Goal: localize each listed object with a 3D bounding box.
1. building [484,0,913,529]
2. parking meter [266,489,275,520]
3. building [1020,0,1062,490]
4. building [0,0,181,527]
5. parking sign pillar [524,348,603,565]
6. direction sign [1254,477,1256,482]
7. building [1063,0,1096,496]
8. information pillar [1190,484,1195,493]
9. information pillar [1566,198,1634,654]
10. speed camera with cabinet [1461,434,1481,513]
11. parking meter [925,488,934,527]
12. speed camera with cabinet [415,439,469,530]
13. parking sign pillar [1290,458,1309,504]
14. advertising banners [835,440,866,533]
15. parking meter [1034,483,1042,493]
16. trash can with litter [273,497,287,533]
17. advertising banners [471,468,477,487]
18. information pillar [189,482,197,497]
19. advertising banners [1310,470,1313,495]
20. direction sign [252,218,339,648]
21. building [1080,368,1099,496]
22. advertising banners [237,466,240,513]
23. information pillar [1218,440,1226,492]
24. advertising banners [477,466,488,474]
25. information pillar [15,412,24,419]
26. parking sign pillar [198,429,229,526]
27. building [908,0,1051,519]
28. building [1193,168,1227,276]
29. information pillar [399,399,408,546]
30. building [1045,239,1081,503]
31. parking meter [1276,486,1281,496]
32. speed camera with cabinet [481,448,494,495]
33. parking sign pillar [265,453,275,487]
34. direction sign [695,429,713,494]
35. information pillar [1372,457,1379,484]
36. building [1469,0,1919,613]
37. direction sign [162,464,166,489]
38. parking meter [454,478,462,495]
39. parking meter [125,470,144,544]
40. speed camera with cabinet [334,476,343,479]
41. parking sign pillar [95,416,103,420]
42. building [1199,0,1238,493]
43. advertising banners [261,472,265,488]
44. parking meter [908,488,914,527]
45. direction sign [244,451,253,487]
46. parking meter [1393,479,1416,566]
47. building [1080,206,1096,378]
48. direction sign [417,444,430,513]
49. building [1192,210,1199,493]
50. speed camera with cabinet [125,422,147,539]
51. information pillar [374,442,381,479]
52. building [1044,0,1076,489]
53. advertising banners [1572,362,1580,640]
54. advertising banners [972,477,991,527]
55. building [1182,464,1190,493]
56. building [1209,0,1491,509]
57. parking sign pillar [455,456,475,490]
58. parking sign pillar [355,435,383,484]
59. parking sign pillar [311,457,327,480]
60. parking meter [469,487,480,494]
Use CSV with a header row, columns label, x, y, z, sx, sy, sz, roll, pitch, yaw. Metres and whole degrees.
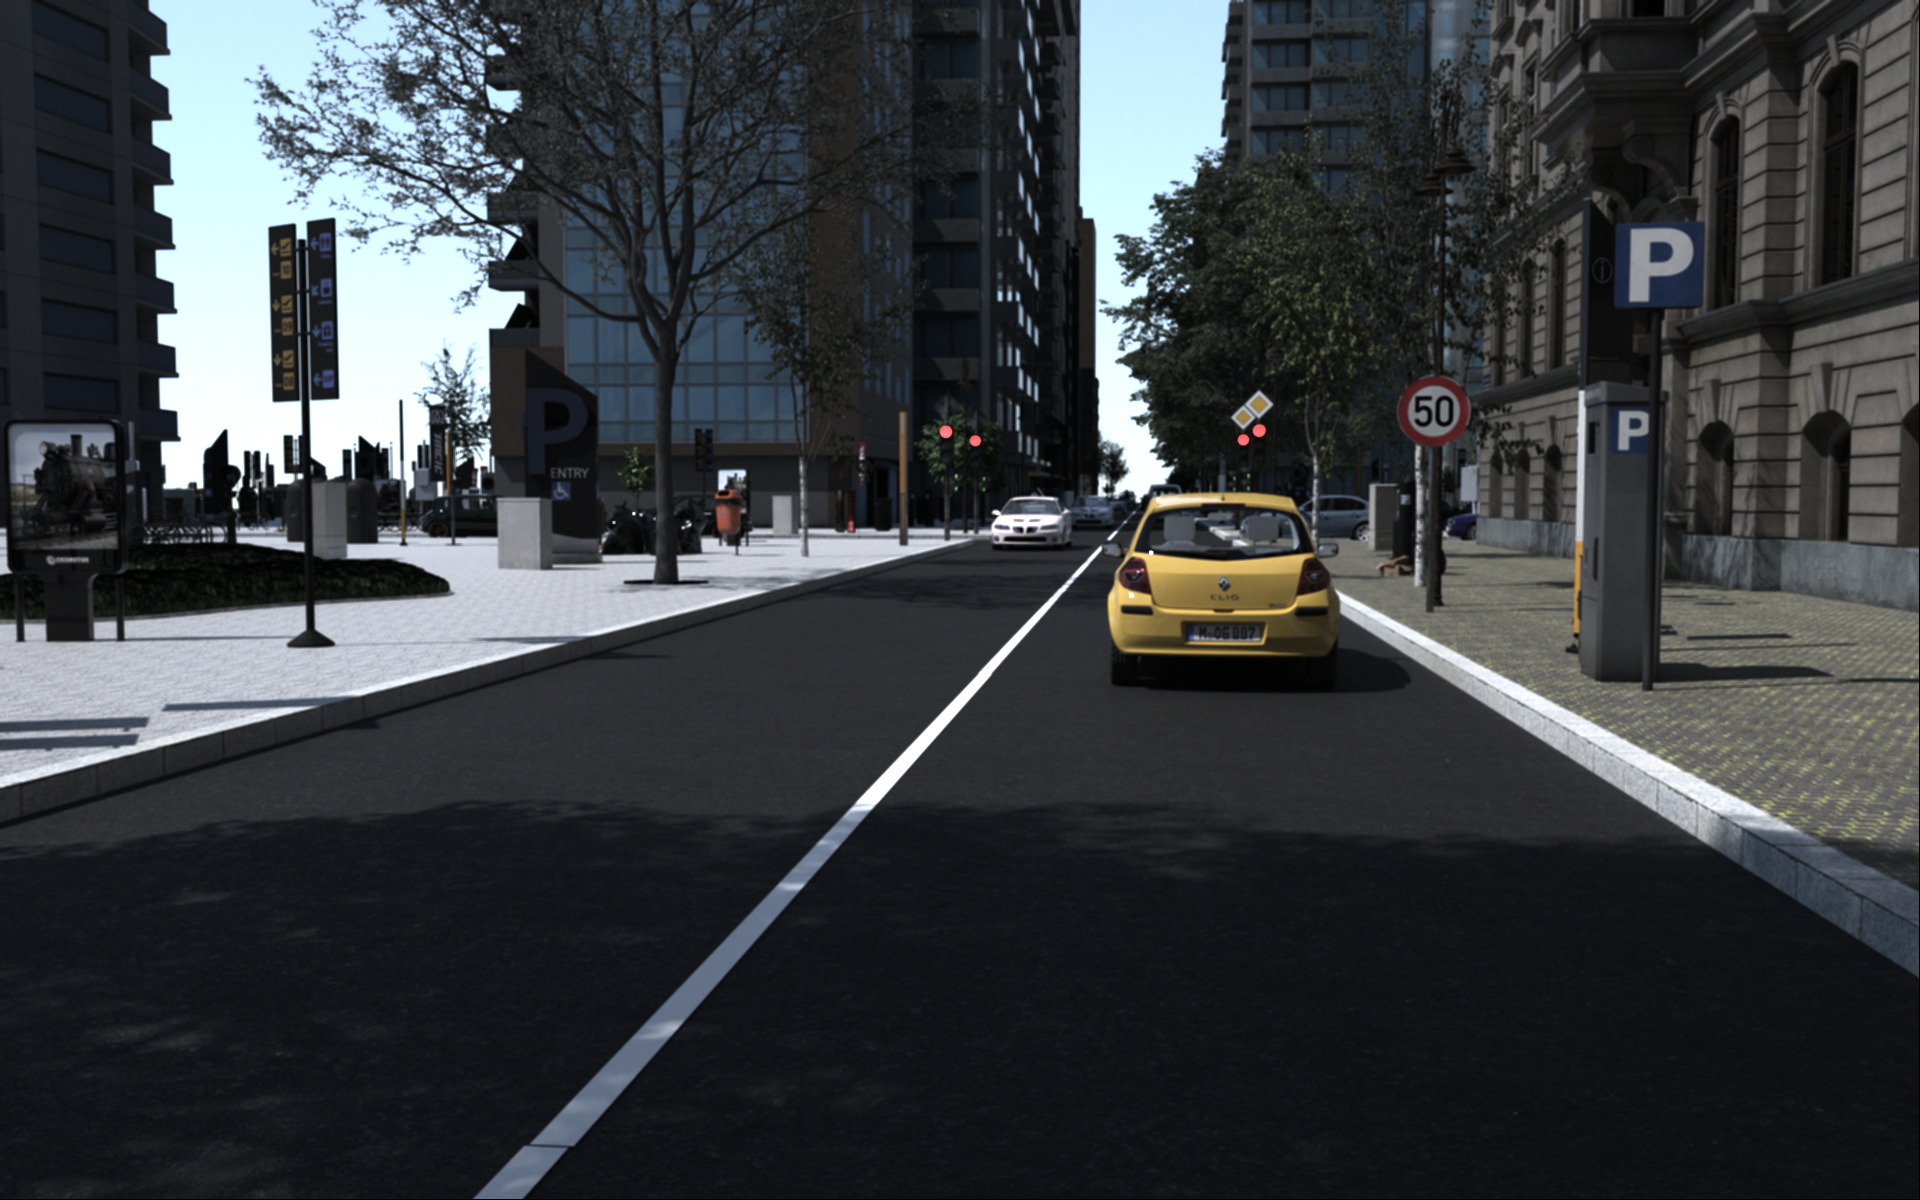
label,x,y,z,sx,sy,sz,roll,pitch,yaw
building,-9.743,-25.669,69.796,14.600,45.320,14.200,0,4,6
parking meter,-33.836,-4.683,84.975,0.372,1.533,0.369,0,3,0
building,-2.917,-30.083,146.479,22.147,44.769,28.867,0,4,6
building,-50.763,-32.507,73.490,28.212,58.520,21.231,0,4,6
parking sign pillar,-7.372,-2.666,32.060,1.447,3.967,1.447,0,4,-5
direction sign,19.858,-7.740,118.552,0.876,3.537,0.379,3,5,41
building,7.433,-48.199,226.299,20.563,71.187,20.611,0,4,6
information pillar,16.297,-7.144,121.289,0.304,2.012,0.304,1,4,11
information pillar,5.168,-1.380,13.913,0.504,3.616,0.183,-1,4,-22
speed camera with cabinet,17.005,-3.807,56.587,0.660,3.252,2.038,3,4,37
parking meter,-1.206,-3.672,68.450,0.372,1.533,0.369,0,3,0
speed camera with cabinet,-18.662,-4.188,62.818,2.038,3.252,0.660,0,3,0
parking sign pillar,23.717,-8.107,121.018,1.447,3.967,1.447,3,5,39
advertising banners,-3.593,-3.722,57.048,0.090,3.025,2.074,-2,4,-32
parking meter,4.162,-5.336,92.951,0.399,1.863,0.255,2,4,28
trash can with litter,-22.210,-2.905,58.553,2.233,1.210,1.678,-1,4,-15
advertising banners,-33.372,-7.346,116.294,2.074,3.025,0.090,-1,4,-12
information pillar,-46.594,-6.165,105.290,0.304,2.012,0.304,1,4,17
advertising banners,25.295,-7.808,123.848,0.090,3.025,2.074,0,4,-3
direction sign,-5.484,-1.378,14.526,0.876,3.537,0.379,2,4,34
building,6.052,-24.962,253.172,27.650,21.520,28.899,0,4,6
advertising banners,-45.038,-6.855,108.264,0.090,3.025,2.074,-1,4,-15
information pillar,11.252,-5.084,74.486,0.183,3.616,0.504,3,5,40
advertising banners,-28.832,-6.815,107.617,2.074,3.025,0.090,1,4,9
information pillar,-26.685,-3.551,49.407,0.504,3.616,0.183,1,4,16
parking sign pillar,-30.554,-5.056,71.134,1.447,3.967,1.447,0,4,5
building,-6.999,-29.473,101.484,23.786,49.044,30.456,0,4,6
building,41.885,-35.056,227.789,22.147,44.769,28.867,0,4,6
information pillar,-13.887,-3.166,43.120,0.183,3.616,0.504,-1,4,-19
building,6.259,-25.909,195.309,14.160,30.474,14.107,0,4,6
parking meter,21.403,-6.781,116.579,0.399,1.863,0.255,-1,4,-13
speed camera with cabinet,-20.986,-4.920,74.782,2.038,3.252,0.660,0,4,-1
parking sign pillar,-45.273,-7.652,113.575,1.447,3.967,1.447,-2,4,-26
direction sign,-8.905,-4.176,60.281,0.379,3.537,0.876,2,4,34
information pillar,26.145,-7.193,108.961,0.504,3.616,0.183,3,5,43
building,16.415,-12.656,26.005,14.460,24.649,34.723,0,4,6
direction sign,-60.628,-8.548,131.760,0.876,3.537,0.379,3,4,38
parking meter,-17.992,-3.432,61.830,0.399,1.863,0.255,-3,5,-42
parking meter,-20.371,-2.261,42.673,0.399,1.863,0.255,0,4,8
speed camera with cabinet,-30.627,-5.671,87.063,0.660,3.252,2.038,1,4,13
parking sign pillar,-30.183,-4.389,60.231,1.447,3.967,1.447,1,4,22
building,37.465,-53.314,184.359,22.319,86.520,31.000,0,4,6
advertising banners,-53.720,-8.454,134.415,2.074,3.025,0.090,3,5,42
parking meter,-1.994,-3.681,68.598,0.372,1.533,0.369,0,3,0
direction sign,-36.955,-6.026,90.520,0.379,3.537,0.876,3,5,43
parking meter,7.685,-1.317,29.952,0.372,1.533,0.369,0,3,0
building,14.278,-38.108,273.181,14.600,45.320,14.200,0,4,6
direction sign,-24.552,-5.342,79.331,0.876,3.537,0.379,3,4,38
building,40.413,-34.626,249.735,14.154,41.232,14.086,0,4,6
speed camera with cabinet,-23.064,-3.288,48.093,0.660,3.252,2.038,-1,4,-18
information pillar,-25.916,-5.242,77.067,0.183,3.616,0.504,0,4,5
building,-3.274,-35.800,174.573,28.713,52.752,27.495,0,4,6
advertising banners,5.596,-1.189,15.623,0.090,3.025,2.074,1,4,20
advertising banners,0.877,-4.401,68.145,0.090,3.025,2.074,-1,4,-20
building,42.726,-31.091,280.030,14.160,30.474,14.107,0,4,6
building,34.759,-32.742,154.944,23.786,49.044,30.456,0,4,6
parking sign pillar,-34.605,-8.117,121.184,1.447,3.967,1.447,-1,4,-8
parking sign pillar,-26.968,-5.540,79.059,1.447,3.967,1.447,2,4,23
parking sign pillar,-42.878,-7.767,115.456,1.447,3.967,1.447,-3,5,-39
parking meter,-17.062,-3.209,60.877,0.372,1.533,0.369,0,3,0
